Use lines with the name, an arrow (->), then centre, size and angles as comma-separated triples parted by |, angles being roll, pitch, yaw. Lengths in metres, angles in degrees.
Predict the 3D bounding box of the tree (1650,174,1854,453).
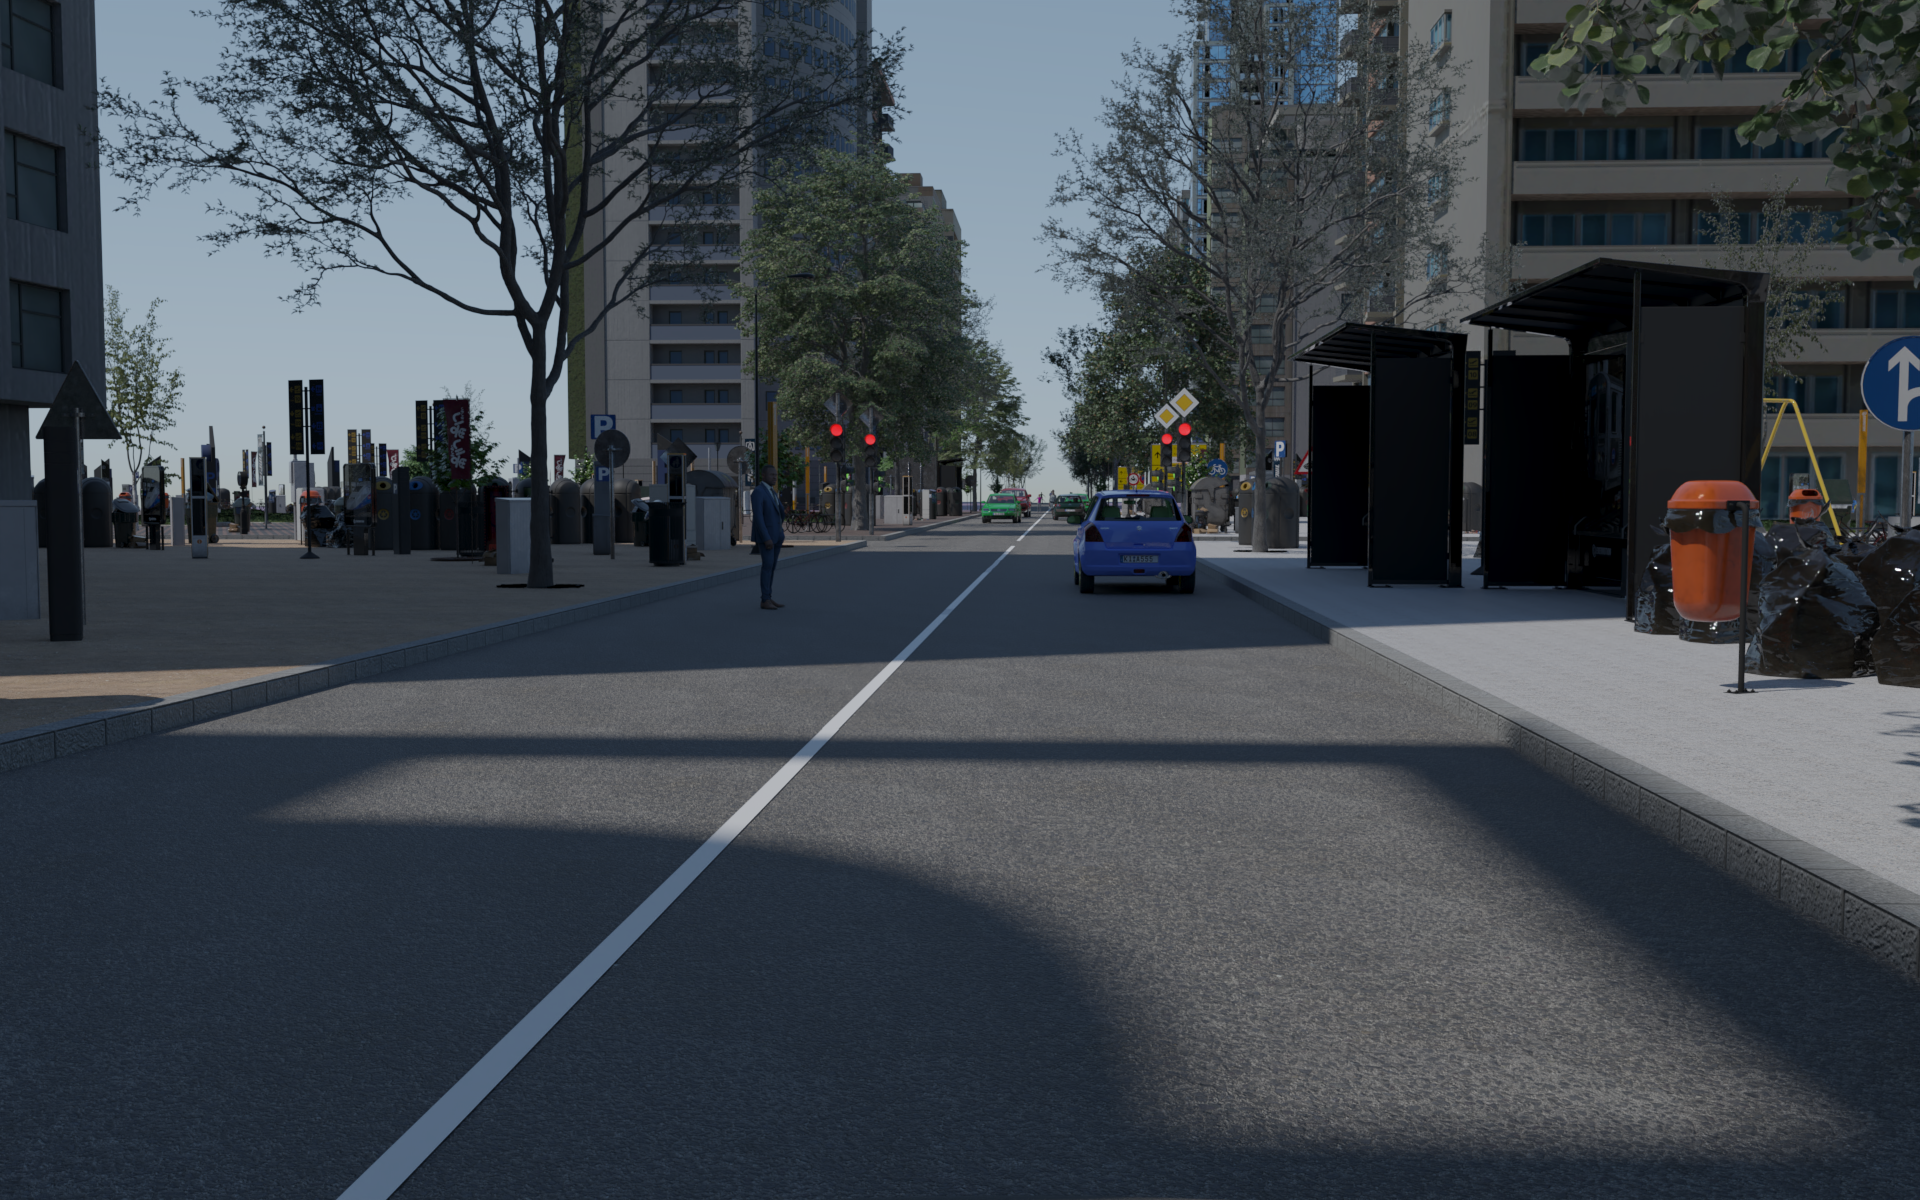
tree -> 17.904, -5.447, 39.415 | 4.360, 8.622, 3.978 | 0, 3, 0

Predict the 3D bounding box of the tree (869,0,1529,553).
tree -> 6.523, -7.781, 37.597 | 12.009, 13.543, 11.850 | 0, 3, 0

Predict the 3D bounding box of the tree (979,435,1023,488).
tree -> 3.979, -14.706, 190.797 | 4.737, 8.622, 4.395 | 0, 3, 0

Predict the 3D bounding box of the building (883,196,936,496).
building -> -10.725, -33.506, 231.416 | 14.154, 41.232, 14.086 | 0, 4, 3

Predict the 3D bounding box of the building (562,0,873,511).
building -> -19.304, -36.869, 144.811 | 21.231, 58.520, 28.212 | 0, 4, 3

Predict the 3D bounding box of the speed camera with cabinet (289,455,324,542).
speed camera with cabinet -> -17.804, -3.234, 47.213 | 0.660, 3.252, 2.038 | -2, 4, -29

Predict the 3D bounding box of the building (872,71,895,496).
building -> -18.198, -31.749, 173.721 | 22.147, 44.769, 28.867 | 0, 4, 3

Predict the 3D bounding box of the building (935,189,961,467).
building -> -11.033, -40.022, 278.064 | 21.300, 48.544, 21.600 | 0, 4, 3

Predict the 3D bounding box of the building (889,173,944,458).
building -> -10.148, -36.409, 245.399 | 14.600, 45.320, 14.200 | 0, 4, 3

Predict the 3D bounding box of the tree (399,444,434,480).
tree -> -31.896, -7.306, 103.170 | 4.285, 4.588, 4.351 | 0, 3, 0

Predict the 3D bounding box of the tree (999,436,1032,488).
tree -> 6.041, -16.528, 220.589 | 4.360, 8.622, 3.978 | 0, 3, 0

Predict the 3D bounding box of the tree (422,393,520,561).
tree -> -9.681, -2.362, 33.225 | 1.663, 3.219, 1.824 | 0, 3, 0

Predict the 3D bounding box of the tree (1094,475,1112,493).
tree -> 13.857, -10.759, 170.516 | 1.663, 3.219, 1.824 | 0, 3, 0

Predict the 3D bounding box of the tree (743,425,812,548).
tree -> -4.383, -2.878, 41.654 | 1.663, 3.219, 1.824 | 0, 3, 0

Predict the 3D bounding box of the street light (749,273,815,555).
street light -> -3.752, -3.915, 36.552 | 1.470, 5.913, 1.316 | 0, 4, 3

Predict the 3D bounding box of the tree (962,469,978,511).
tree -> 0.690, -8.538, 134.196 | 1.663, 3.219, 1.824 | 0, 3, 0

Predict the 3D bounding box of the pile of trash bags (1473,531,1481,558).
pile of trash bags -> 12.160, -1.558, 35.230 | 3.447, 1.369, 1.912 | -3, 4, -36

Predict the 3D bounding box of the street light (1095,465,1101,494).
street light -> 11.450, -10.221, 139.651 | 1.470, 5.913, 1.316 | 0, 4, 3

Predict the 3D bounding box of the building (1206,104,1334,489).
building -> 33.275, -30.684, 185.272 | 14.154, 41.232, 14.086 | 0, 4, 3

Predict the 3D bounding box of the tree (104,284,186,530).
tree -> -28.981, -6.743, 60.607 | 4.737, 8.622, 4.395 | 0, 3, 0

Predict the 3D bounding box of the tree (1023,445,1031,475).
tree -> 6.151, -15.550, 204.604 | 4.737, 8.622, 4.395 | 0, 3, 0

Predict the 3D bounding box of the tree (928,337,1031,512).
tree -> 1.489, -12.698, 125.731 | 7.486, 12.596, 7.792 | 0, 3, 0

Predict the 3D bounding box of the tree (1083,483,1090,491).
tree -> 21.869, -20.458, 284.854 | 4.360, 8.622, 3.978 | 0, 3, 0

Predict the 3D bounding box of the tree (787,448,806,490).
tree -> -12.173, -8.380, 120.724 | 4.285, 4.588, 4.351 | 0, 3, 0

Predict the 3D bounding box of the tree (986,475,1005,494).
tree -> 3.717, -10.865, 172.239 | 1.663, 3.219, 1.824 | 0, 3, 0

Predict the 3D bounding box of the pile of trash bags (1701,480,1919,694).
pile of trash bags -> 6.237, -0.132, 11.916 | 3.447, 1.369, 1.912 | -2, 4, -24

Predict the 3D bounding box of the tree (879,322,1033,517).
tree -> -1.611, -10.606, 99.166 | 9.928, 11.665, 9.643 | 0, 3, 0

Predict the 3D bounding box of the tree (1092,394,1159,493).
tree -> 11.734, -9.996, 113.789 | 4.360, 8.622, 3.978 | 0, 3, 0

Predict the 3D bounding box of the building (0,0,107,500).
building -> -23.027, -15.666, 27.842 | 14.107, 30.474, 14.160 | 0, 4, 3

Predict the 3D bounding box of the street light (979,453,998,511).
street light -> 2.112, -9.715, 131.381 | 1.470, 5.913, 1.316 | 0, 4, 3

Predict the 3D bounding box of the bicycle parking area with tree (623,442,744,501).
bicycle parking area with tree -> -16.051, -6.653, 95.783 | 8.231, 4.147, 9.016 | 1, 4, 10

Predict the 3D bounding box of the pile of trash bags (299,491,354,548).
pile of trash bags -> -15.374, -2.017, 42.737 | 3.447, 1.369, 1.912 | 3, 5, 43

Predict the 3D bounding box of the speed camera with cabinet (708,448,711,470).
speed camera with cabinet -> -11.358, -4.874, 74.028 | 2.038, 3.252, 0.660 | 2, 4, 30

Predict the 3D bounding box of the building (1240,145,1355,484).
building -> 30.854, -22.994, 147.659 | 14.160, 30.474, 14.107 | 0, 4, 3

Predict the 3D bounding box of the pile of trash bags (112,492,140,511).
pile of trash bags -> -61.305, -7.245, 128.212 | 3.447, 1.369, 1.912 | -3, 5, -43

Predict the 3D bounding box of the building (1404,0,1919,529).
building -> 29.986, -27.373, 71.247 | 21.600, 48.544, 21.300 | 0, 4, 3

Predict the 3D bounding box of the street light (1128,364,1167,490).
street light -> 6.832, -5.479, 62.126 | 1.470, 5.913, 1.316 | 0, 4, 3

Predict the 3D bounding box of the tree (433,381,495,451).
tree -> -32.414, -9.927, 112.664 | 4.360, 8.622, 3.978 | 0, 3, 0

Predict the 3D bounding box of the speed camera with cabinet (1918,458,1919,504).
speed camera with cabinet -> 23.765, -2.911, 41.935 | 0.660, 3.252, 2.038 | 3, 5, 42

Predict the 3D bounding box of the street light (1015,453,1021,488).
street light -> 6.016, -13.711, 196.710 | 1.470, 5.913, 1.316 | 0, 4, 3

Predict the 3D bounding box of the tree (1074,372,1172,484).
tree -> 11.827, -11.457, 121.729 | 8.767, 10.594, 7.601 | -1, 4, -16

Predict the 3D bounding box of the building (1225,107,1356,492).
building -> 41.369, -28.984, 165.775 | 32.217, 40.220, 23.993 | 0, 4, 3

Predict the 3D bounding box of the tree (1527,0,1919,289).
tree -> 4.927, -6.062, 5.764 | 9.857, 13.997, 8.962 | 0, 3, 0

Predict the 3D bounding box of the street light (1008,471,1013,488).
street light -> 4.057, -11.715, 164.087 | 1.470, 5.913, 1.316 | 0, 4, 3

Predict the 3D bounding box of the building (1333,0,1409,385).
building -> 35.514, -27.731, 108.032 | 22.147, 44.769, 28.867 | 0, 4, 3

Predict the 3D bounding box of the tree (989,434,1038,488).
tree -> 7.239, -18.531, 237.399 | 7.601, 10.594, 8.767 | 0, 4, 2

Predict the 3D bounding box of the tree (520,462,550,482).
tree -> -22.338, -5.888, 90.873 | 1.663, 3.219, 1.824 | 0, 3, 0

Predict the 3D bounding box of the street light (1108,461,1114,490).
street light -> 8.806, -7.547, 95.935 | 1.470, 5.913, 1.316 | 0, 4, 3

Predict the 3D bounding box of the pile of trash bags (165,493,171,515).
pile of trash bags -> -47.051, -5.666, 102.387 | 1.912, 1.369, 3.447 | -2, 4, -29

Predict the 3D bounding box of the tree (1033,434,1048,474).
tree -> 10.491, -22.172, 288.259 | 9.928, 11.665, 9.643 | 0, 3, 0

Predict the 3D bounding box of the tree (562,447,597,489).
tree -> -15.324, -4.696, 71.377 | 1.663, 3.219, 1.824 | 0, 3, 0

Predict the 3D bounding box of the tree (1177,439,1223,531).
tree -> 8.490, -4.073, 61.203 | 1.663, 3.219, 1.824 | 0, 3, 0

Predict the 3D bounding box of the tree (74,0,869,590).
tree -> -5.735, -6.918, 23.473 | 12.009, 13.543, 11.850 | 0, 3, 0

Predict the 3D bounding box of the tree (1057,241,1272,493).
tree -> 9.040, -9.766, 76.682 | 9.611, 12.733, 9.660 | 0, 3, 0

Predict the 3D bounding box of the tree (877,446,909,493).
tree -> -4.092, -8.048, 115.297 | 4.285, 4.588, 4.351 | 0, 3, 0

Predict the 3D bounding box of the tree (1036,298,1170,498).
tree -> 12.984, -18.200, 153.456 | 12.611, 20.169, 13.585 | 0, 3, 0
